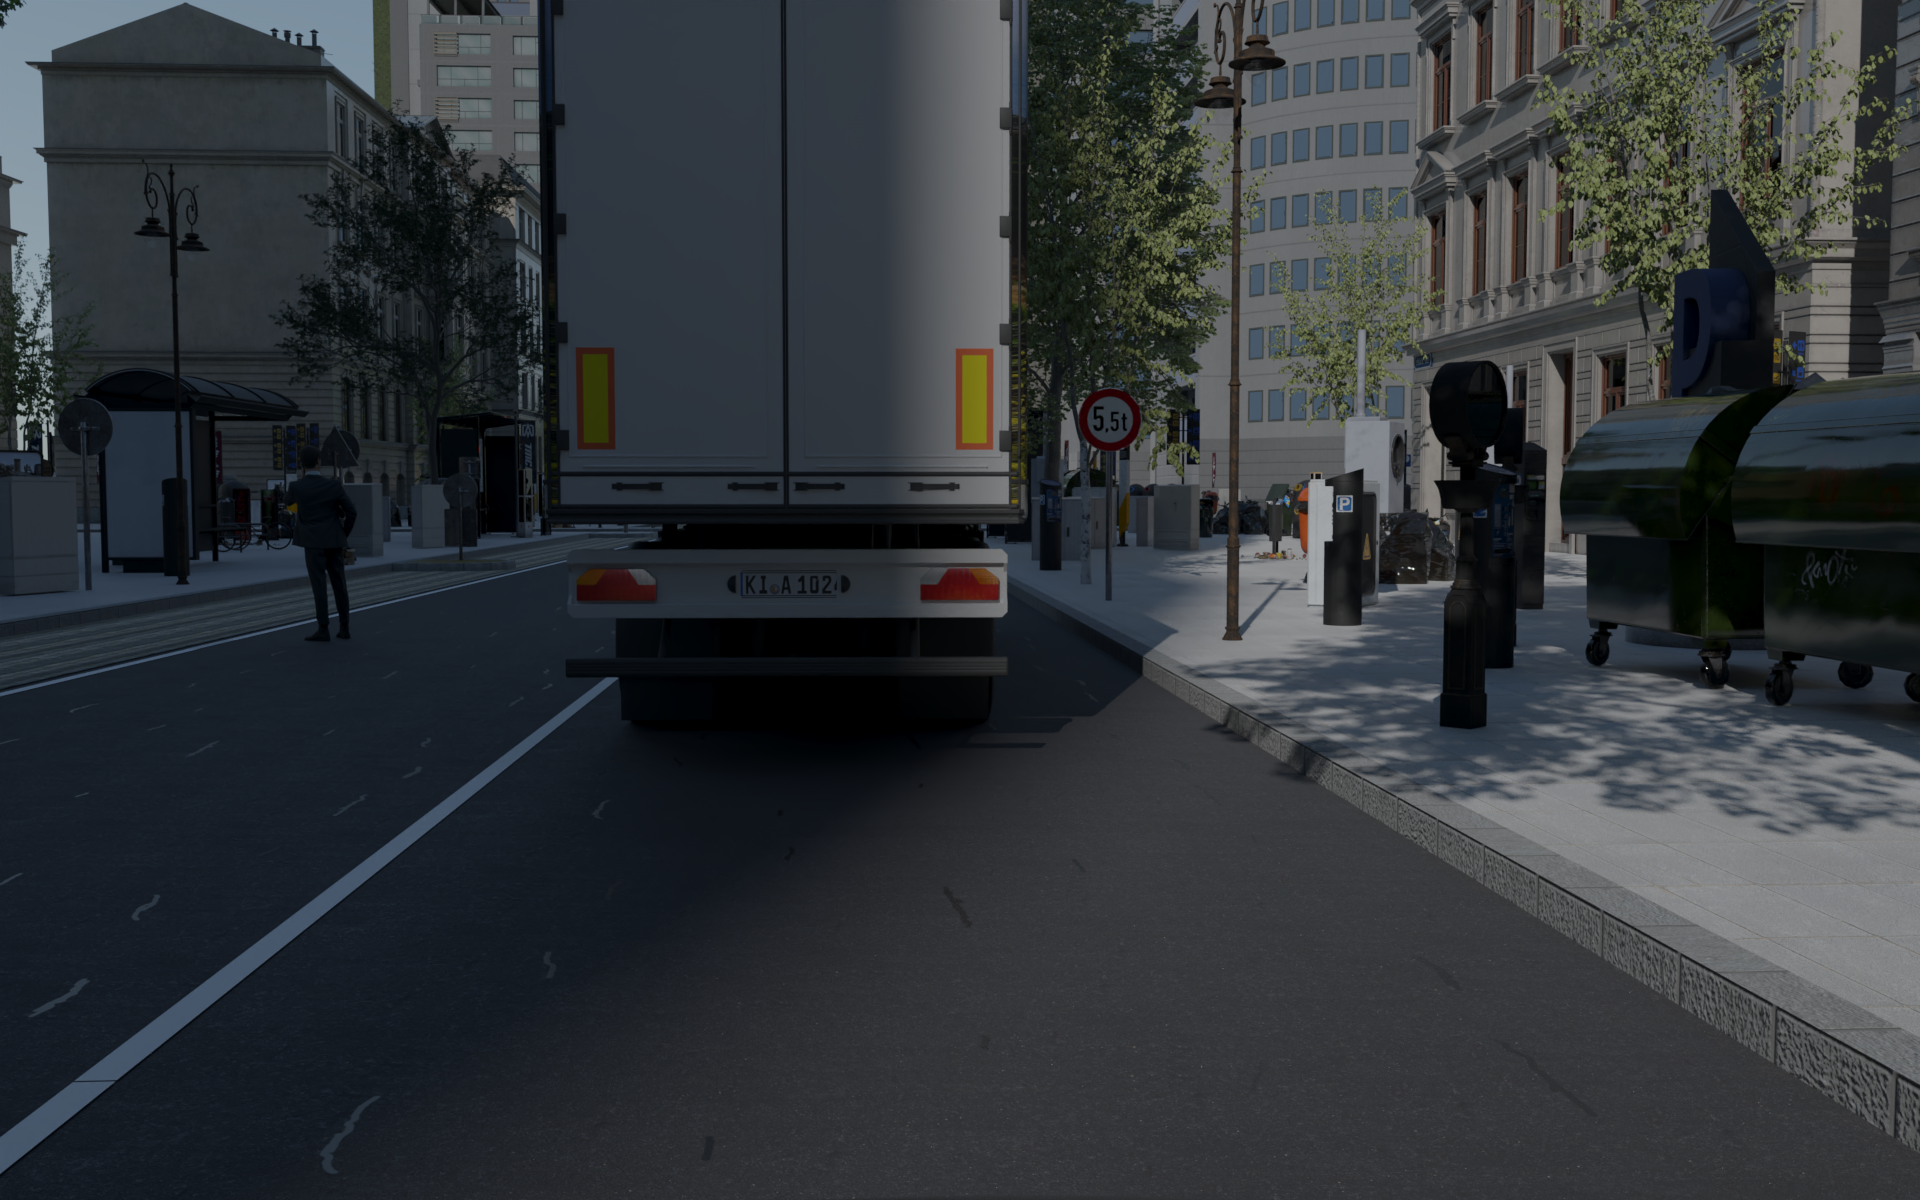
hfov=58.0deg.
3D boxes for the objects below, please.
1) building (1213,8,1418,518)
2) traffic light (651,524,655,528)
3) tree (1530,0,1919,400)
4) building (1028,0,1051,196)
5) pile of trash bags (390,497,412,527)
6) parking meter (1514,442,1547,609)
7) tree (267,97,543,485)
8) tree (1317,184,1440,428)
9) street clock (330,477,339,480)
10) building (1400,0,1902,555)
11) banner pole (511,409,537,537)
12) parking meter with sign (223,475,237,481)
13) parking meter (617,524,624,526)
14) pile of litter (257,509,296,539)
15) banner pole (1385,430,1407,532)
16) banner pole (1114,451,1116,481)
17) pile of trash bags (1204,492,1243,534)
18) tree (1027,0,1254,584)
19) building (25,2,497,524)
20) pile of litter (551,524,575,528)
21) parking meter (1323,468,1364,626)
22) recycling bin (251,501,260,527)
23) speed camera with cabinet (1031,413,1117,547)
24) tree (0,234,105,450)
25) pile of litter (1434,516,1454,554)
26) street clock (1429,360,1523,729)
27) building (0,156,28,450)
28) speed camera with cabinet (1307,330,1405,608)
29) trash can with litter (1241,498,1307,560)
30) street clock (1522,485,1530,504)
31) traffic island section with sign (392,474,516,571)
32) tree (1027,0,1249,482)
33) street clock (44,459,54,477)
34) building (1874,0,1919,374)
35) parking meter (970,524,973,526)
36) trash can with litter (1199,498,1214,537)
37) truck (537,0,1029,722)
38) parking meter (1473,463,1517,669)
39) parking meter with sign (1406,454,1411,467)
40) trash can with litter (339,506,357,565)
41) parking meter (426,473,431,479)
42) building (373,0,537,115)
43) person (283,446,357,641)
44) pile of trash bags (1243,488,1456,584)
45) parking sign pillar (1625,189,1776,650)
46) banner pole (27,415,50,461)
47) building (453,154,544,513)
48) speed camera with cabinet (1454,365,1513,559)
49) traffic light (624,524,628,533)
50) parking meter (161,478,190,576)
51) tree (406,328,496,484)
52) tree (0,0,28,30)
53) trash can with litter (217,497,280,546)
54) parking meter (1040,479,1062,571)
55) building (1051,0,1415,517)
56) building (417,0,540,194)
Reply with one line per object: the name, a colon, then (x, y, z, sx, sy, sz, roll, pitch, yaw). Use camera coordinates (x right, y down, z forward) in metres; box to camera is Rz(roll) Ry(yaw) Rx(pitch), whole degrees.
building: (25.274, -33.383, 87.818, 28.212, 58.520, 21.231, 0, 4, -4)
traffic light: (-11.587, -4.675, 65.350, 0.839, 4.253, 0.868, 0, 4, -4)
tree: (8.573, -4.295, 20.579, 4.737, 8.622, 4.395, 0, 3, 0)
building: (14.555, -33.152, 165.737, 21.300, 48.544, 21.600, 0, 4, -4)
pile of trash bags: (-21.134, -3.562, 67.985, 3.447, 1.369, 1.912, 0, 4, -5)
parking meter: (6.350, -0.834, 19.345, 0.255, 1.863, 0.399, 0, 4, -6)
tree: (-13.072, -6.576, 41.931, 8.767, 10.594, 7.601, 3, 5, 40)
tree: (9.290, -5.518, 40.586, 4.737, 8.622, 4.395, 0, 3, 0)
street clock: (-25.897, -4.114, 71.831, 0.358, 2.002, 0.471, 2, 4, 33)
building: (17.986, -12.305, 37.348, 11.583, 22.565, 21.152, 0, 4, -4)
banner pole: (-12.960, -3.758, 51.457, 0.863, 3.779, 0.401, -3, 4, -38)
parking meter with sign: (-29.775, -4.535, 70.412, 1.738, 3.016, 0.543, -1, 4, -12)
parking meter: (-13.718, -3.942, 70.170, 0.399, 1.863, 0.255, 1, 4, 8)
pile of litter: (-19.370, -2.205, 50.024, 1.719, 0.858, 1.176, 1, 4, 13)
banner pole: (14.847, -4.229, 59.160, 0.863, 3.779, 0.401, 0, 4, 5)
banner pole: (6.814, -5.407, 78.417, 0.863, 3.779, 0.401, -1, 4, -20)
pile of trash bags: (9.699, -2.824, 55.933, 1.912, 1.369, 3.447, 3, 5, 44)
tree: (1.893, -4.518, 24.233, 4.737, 8.622, 4.395, 0, 3, 0)
building: (-33.430, -16.655, 91.391, 14.460, 24.649, 34.723, 0, 4, -4)
pile of litter: (-15.179, -3.161, 65.643, 1.176, 0.858, 1.719, -1, 4, -12)
parking meter: (3.754, -0.523, 16.959, 0.372, 1.533, 0.369, 0, 3, 0)
recycling bin: (-27.859, -3.370, 67.653, 0.722, 1.027, 0.722, 1, 4, 19)
speed camera with cabinet: (2.794, -2.939, 42.388, 2.038, 3.252, 0.660, 1, 4, 23)
tree: (-27.005, -6.091, 49.950, 4.737, 8.622, 4.395, 0, 3, 0)
pile of litter: (9.483, -1.199, 33.566, 1.176, 0.858, 1.719, 0, 4, 2)
street clock: (2.778, -0.302, 9.501, 0.358, 2.002, 0.471, 3, 5, 44)
building: (-57.975, -14.513, 79.089, 24.055, 21.916, 13.314, 0, 4, -4)
speed camera with cabinet: (4.663, -1.585, 20.249, 0.660, 3.252, 2.038, 2, 4, 29)
trash can with litter: (6.494, -1.450, 34.767, 1.678, 1.210, 2.233, 1, 4, 18)
street clock: (4.611, -0.613, 14.599, 0.358, 2.002, 0.471, 1, 4, 19)
traffic island section with sign: (-9.535, -1.482, 32.864, 1.989, 1.847, 2.006, 0, 4, -4)
tree: (2.275, -7.176, 35.459, 7.486, 12.596, 7.792, 0, 3, 0)
street clock: (-18.904, -1.900, 35.630, 0.358, 2.002, 0.471, 2, 4, 32)
building: (18.936, -10.252, 16.779, 9.793, 20.994, 18.267, 0, 4, -4)
parking meter: (0.337, -2.933, 56.365, 0.372, 1.533, 0.369, 0, 3, 0)
trash can with litter: (7.199, -2.441, 51.297, 0.624, 1.170, 1.055, 0, 4, 5)
truck: (-1.069, -1.548, 14.218, 2.839, 4.237, 11.283, 0, 4, -2)
parking meter: (3.927, -0.271, 12.850, 0.372, 1.533, 0.369, 0, 3, 0)
parking meter with sign: (19.517, -4.932, 76.896, 0.543, 3.016, 1.738, 0, 4, 1)
trash can with litter: (-11.253, -1.200, 31.014, 0.624, 1.170, 1.055, 0, 4, 2)
parking meter: (-14.833, -2.625, 48.635, 0.255, 1.863, 0.399, -1, 4, -9)
building: (-41.973, -38.162, 165.956, 21.231, 58.520, 28.212, 0, 4, -4)
person: (-6.280, -0.557, 16.976, 0.648, 1.900, 0.474, -3, 5, -43)
pile of trash bags: (5.827, -0.935, 25.047, 1.912, 1.369, 3.447, 3, 4, 39)
parking sign pillar: (6.504, -1.611, 14.807, 1.447, 3.967, 1.447, 0, 4, 7)
banner pole: (-28.528, -3.901, 53.799, 0.401, 3.779, 0.863, 3, 5, 40)
building: (-36.343, -17.786, 124.086, 16.112, 22.955, 30.059, 0, 4, -4)
speed camera with cabinet: (8.330, -2.024, 27.435, 0.660, 3.252, 2.038, 0, 4, 5)
traffic light: (-11.074, -4.187, 57.382, 0.839, 4.253, 0.868, 0, 4, -4)
parking meter: (-12.266, -1.142, 27.086, 0.372, 1.533, 0.369, 0, 3, 0)
tree: (-22.879, -7.767, 77.355, 4.737, 8.622, 4.395, 0, 3, 0)
tree: (-10.859, -5.338, 13.030, 9.928, 11.665, 9.643, 0, 3, 0)
trash can with litter: (-18.134, -1.976, 43.359, 2.233, 1.210, 1.678, 1, 4, 18)
parking meter: (1.526, -1.268, 29.135, 0.372, 1.533, 0.369, 0, 3, 0)
building: (16.986, -35.508, 122.560, 21.231, 58.520, 28.212, 0, 4, -4)
building: (-36.535, -28.262, 145.679, 14.154, 41.232, 14.086, 0, 4, -4)
